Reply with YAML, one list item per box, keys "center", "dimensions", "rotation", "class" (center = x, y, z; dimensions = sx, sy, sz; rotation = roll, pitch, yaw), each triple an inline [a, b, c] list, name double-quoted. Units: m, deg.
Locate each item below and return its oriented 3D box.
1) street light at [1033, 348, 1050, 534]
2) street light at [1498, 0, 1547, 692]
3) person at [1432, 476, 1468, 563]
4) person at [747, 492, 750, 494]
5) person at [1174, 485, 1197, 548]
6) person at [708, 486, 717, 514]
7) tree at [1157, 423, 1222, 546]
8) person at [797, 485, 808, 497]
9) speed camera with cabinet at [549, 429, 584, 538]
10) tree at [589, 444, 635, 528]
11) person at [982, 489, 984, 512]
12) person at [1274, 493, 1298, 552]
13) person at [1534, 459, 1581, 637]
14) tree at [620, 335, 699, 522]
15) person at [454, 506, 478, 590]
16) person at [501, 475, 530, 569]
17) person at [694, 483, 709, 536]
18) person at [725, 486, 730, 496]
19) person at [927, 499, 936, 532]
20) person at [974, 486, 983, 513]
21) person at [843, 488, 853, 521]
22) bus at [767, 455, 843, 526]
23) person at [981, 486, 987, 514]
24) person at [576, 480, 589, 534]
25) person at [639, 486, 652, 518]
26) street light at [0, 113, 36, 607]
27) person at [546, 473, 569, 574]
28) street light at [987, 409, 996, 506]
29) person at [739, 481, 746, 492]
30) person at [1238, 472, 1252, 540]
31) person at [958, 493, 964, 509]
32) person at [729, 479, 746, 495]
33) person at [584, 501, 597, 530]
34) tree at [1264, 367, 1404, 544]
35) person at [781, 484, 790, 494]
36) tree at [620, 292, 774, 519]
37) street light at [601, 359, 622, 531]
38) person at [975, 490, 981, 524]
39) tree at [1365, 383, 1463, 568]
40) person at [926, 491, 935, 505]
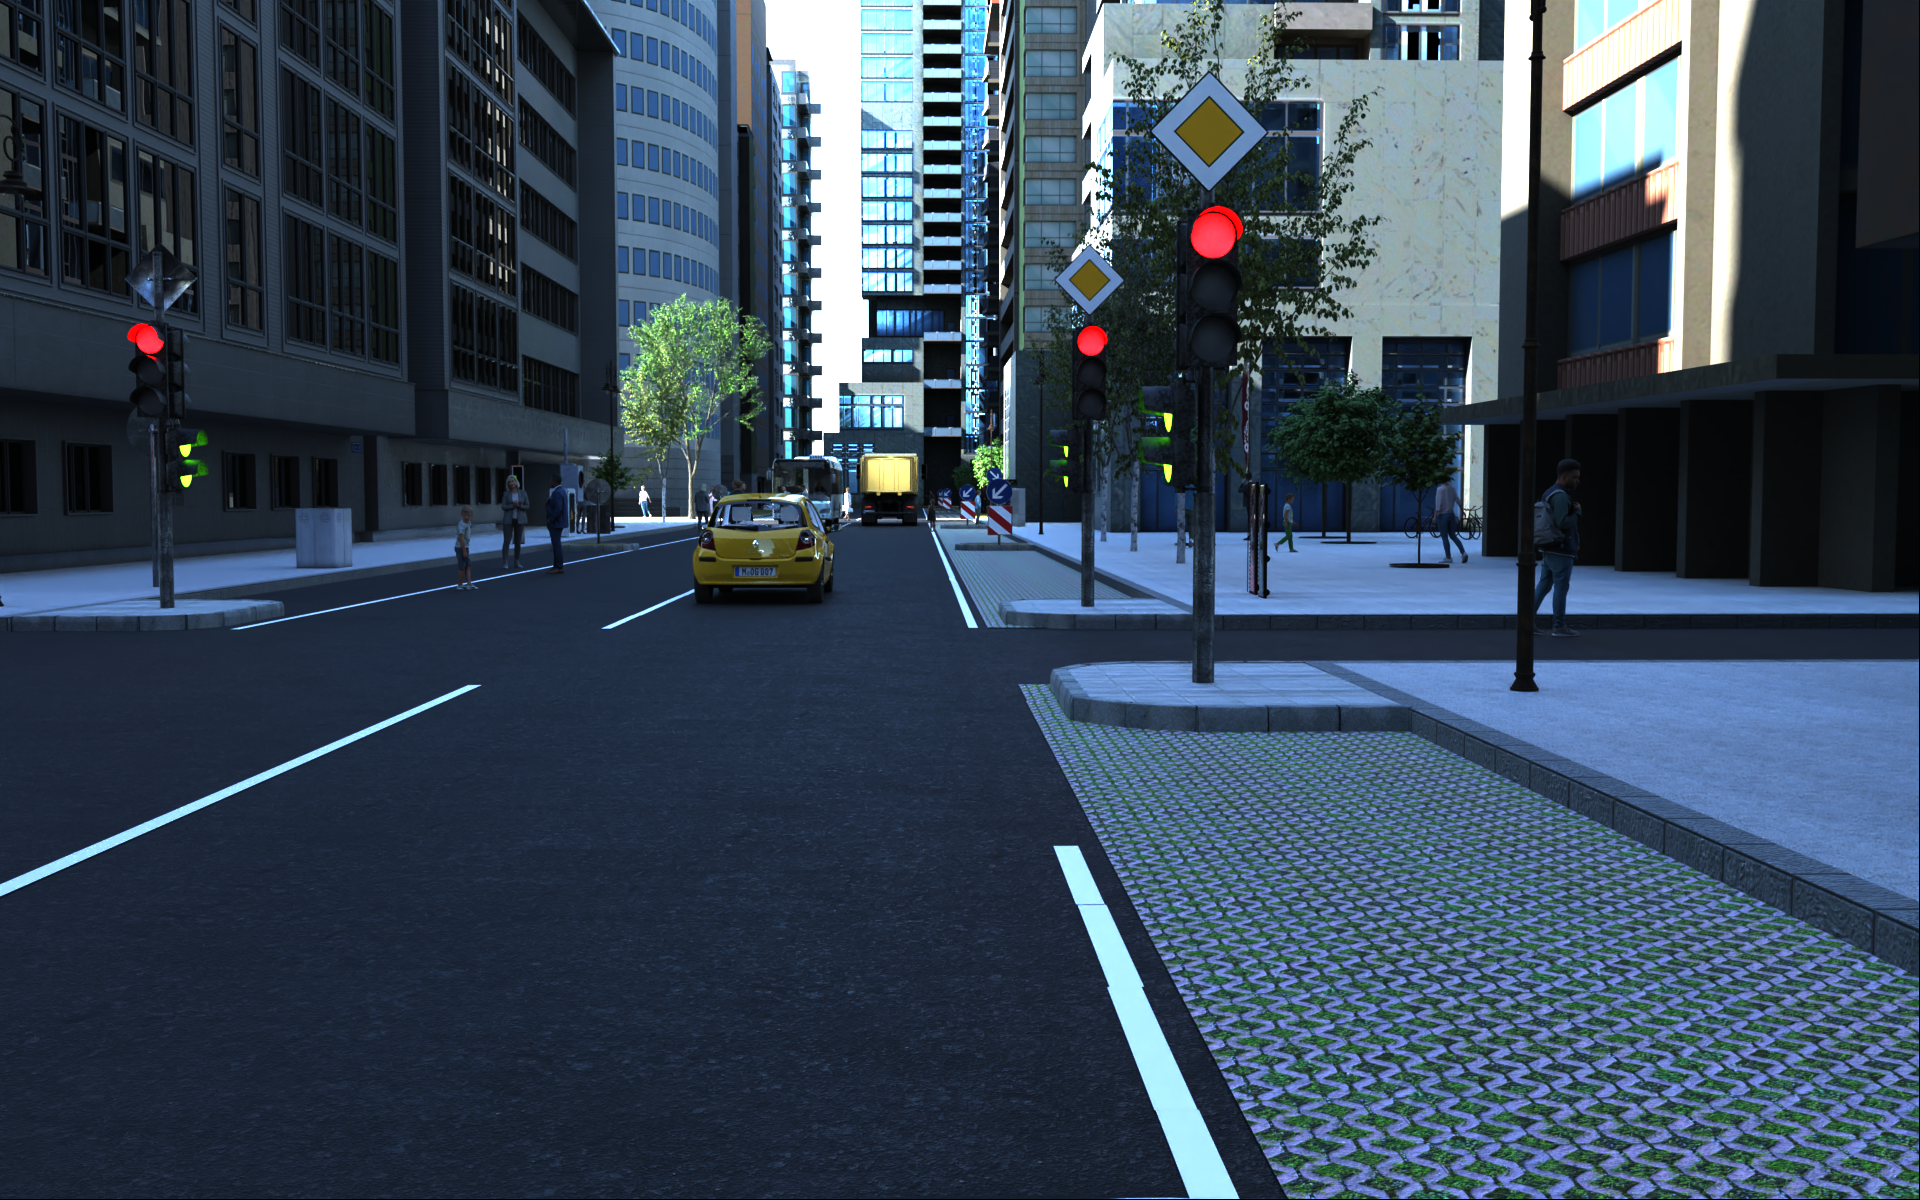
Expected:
- center: [2.582, -5.025, 54.951]
  dimensions: [0.468, 5.910, 1.993]
  rotation: [0, 4, -1]
  class: "street light"
- center: [3.688, -2.346, 11.139]
  dimensions: [0.468, 5.910, 1.993]
  rotation: [0, 4, -1]
  class: "street light"
- center: [9.196, -1.558, 32.194]
  dimensions: [0.731, 1.740, 0.598]
  rotation: [-3, 5, -44]
  class: "person"
- center: [-8.343, -3.501, 68.335]
  dimensions: [0.523, 1.515, 0.503]
  rotation: [-1, 4, -18]
  class: "person"
- center: [5.356, -2.118, 41.014]
  dimensions: [0.601, 1.785, 0.444]
  rotation: [0, 4, -5]
  class: "person"
- center: [-14.162, -5.662, 99.278]
  dimensions: [0.551, 1.740, 0.621]
  rotation: [0, 4, -3]
  class: "person"
- center: [5.982, -2.980, 43.325]
  dimensions: [1.663, 3.219, 1.824]
  rotation: [0, 3, 0]
  class: "tree"
- center: [-6.164, -3.587, 67.321]
  dimensions: [0.511, 1.800, 0.466]
  rotation: [0, 4, 7]
  class: "person"
- center: [-11.796, -3.524, 51.957]
  dimensions: [0.660, 3.252, 2.038]
  rotation: [0, 4, 1]
  class: "speed camera with cabinet"
- center: [-13.177, -4.369, 66.026]
  dimensions: [1.663, 3.219, 1.824]
  rotation: [0, 3, 0]
  class: "tree"
- center: [1.589, -7.193, 124.458]
  dimensions: [0.445, 1.727, 0.742]
  rotation: [0, 4, -4]
  class: "person"
- center: [7.201, -1.708, 38.213]
  dimensions: [0.590, 1.304, 0.306]
  rotation: [-1, 4, -13]
  class: "person"
- center: [6.013, -0.524, 17.422]
  dimensions: [0.721, 1.781, 0.623]
  rotation: [-1, 4, -10]
  class: "person"
- center: [-13.835, -7.932, 80.049]
  dimensions: [4.737, 8.622, 4.395]
  rotation: [0, 3, 0]
  class: "tree"
- center: [-7.391, -0.778, 25.900]
  dimensions: [0.352, 1.250, 0.332]
  rotation: [3, 4, 37]
  class: "person"
- center: [-8.602, -1.520, 33.536]
  dimensions: [0.537, 1.800, 0.526]
  rotation: [-1, 4, -14]
  class: "person"
- center: [-8.913, -3.132, 59.885]
  dimensions: [0.537, 1.800, 0.526]
  rotation: [1, 4, 18]
  class: "person"
- center: [-10.748, -4.381, 80.151]
  dimensions: [0.660, 1.820, 0.620]
  rotation: [1, 4, 20]
  class: "person"
- center: [-1.092, -3.217, 65.764]
  dimensions: [0.362, 1.253, 0.373]
  rotation: [-2, 4, -30]
  class: "person"
- center: [1.403, -6.789, 117.059]
  dimensions: [0.705, 1.821, 1.348]
  rotation: [2, 4, 30]
  class: "person"
- center: [-5.995, -5.074, 91.811]
  dimensions: [0.624, 1.780, 0.694]
  rotation: [-2, 4, -35]
  class: "person"
- center: [-7.018, -5.251, 80.716]
  dimensions: [2.948, 3.499, 13.247]
  rotation: [0, 4, -1]
  class: "bus"
- center: [1.584, -6.539, 112.986]
  dimensions: [0.705, 1.821, 1.348]
  rotation: [-1, 4, -11]
  class: "person"
- center: [-12.159, -3.029, 55.841]
  dimensions: [0.520, 1.790, 0.573]
  rotation: [0, 4, 3]
  class: "person"
- center: [-16.445, -5.151, 90.935]
  dimensions: [0.598, 1.740, 0.731]
  rotation: [2, 4, 24]
  class: "person"
- center: [-11.017, -2.863, 19.595]
  dimensions: [0.468, 5.910, 1.993]
  rotation: [0, 4, -1]
  class: "street light"
- center: [-7.281, -1.383, 31.287]
  dimensions: [0.419, 1.800, 0.721]
  rotation: [-1, 4, -13]
  class: "person"
- center: [1.702, -7.412, 93.970]
  dimensions: [0.468, 5.910, 1.993]
  rotation: [0, 4, -1]
  class: "street light"
- center: [-6.089, -2.462, 48.946]
  dimensions: [0.583, 1.804, 0.606]
  rotation: [1, 4, 15]
  class: "person"
- center: [7.984, -2.603, 47.970]
  dimensions: [0.474, 1.900, 0.648]
  rotation: [2, 4, 30]
  class: "person"
- center: [0.083, -8.535, 146.502]
  dimensions: [0.541, 1.710, 0.530]
  rotation: [1, 4, 16]
  class: "person"
- center: [-5.071, -1.895, 39.908]
  dimensions: [0.534, 1.772, 0.576]
  rotation: [2, 4, 32]
  class: "person"
- center: [-13.143, -3.389, 62.201]
  dimensions: [0.760, 1.731, 0.466]
  rotation: [-1, 4, -11]
  class: "person"
- center: [10.178, -3.748, 44.988]
  dimensions: [4.285, 4.588, 4.351]
  rotation: [0, 3, 0]
  class: "tree"
- center: [-6.541, -3.387, 64.072]
  dimensions: [0.606, 1.804, 0.583]
  rotation: [1, 4, 20]
  class: "person"
- center: [-13.567, -9.933, 88.152]
  dimensions: [9.928, 11.665, 9.643]
  rotation: [0, 3, 0]
  class: "tree"
- center: [-11.964, -5.306, 59.534]
  dimensions: [0.468, 5.910, 1.993]
  rotation: [0, 4, -1]
  class: "street light"
- center: [0.795, -3.967, 75.176]
  dimensions: [0.330, 1.601, 0.589]
  rotation: [0, 4, -2]
  class: "person"
- center: [7.924, -2.184, 30.311]
  dimensions: [1.663, 3.219, 1.824]
  rotation: [0, 3, 0]
  class: "tree"
- center: [-2.752, -9.229, 159.921]
  dimensions: [0.750, 1.759, 0.617]
  rotation: [-3, 5, -42]
  class: "person"
